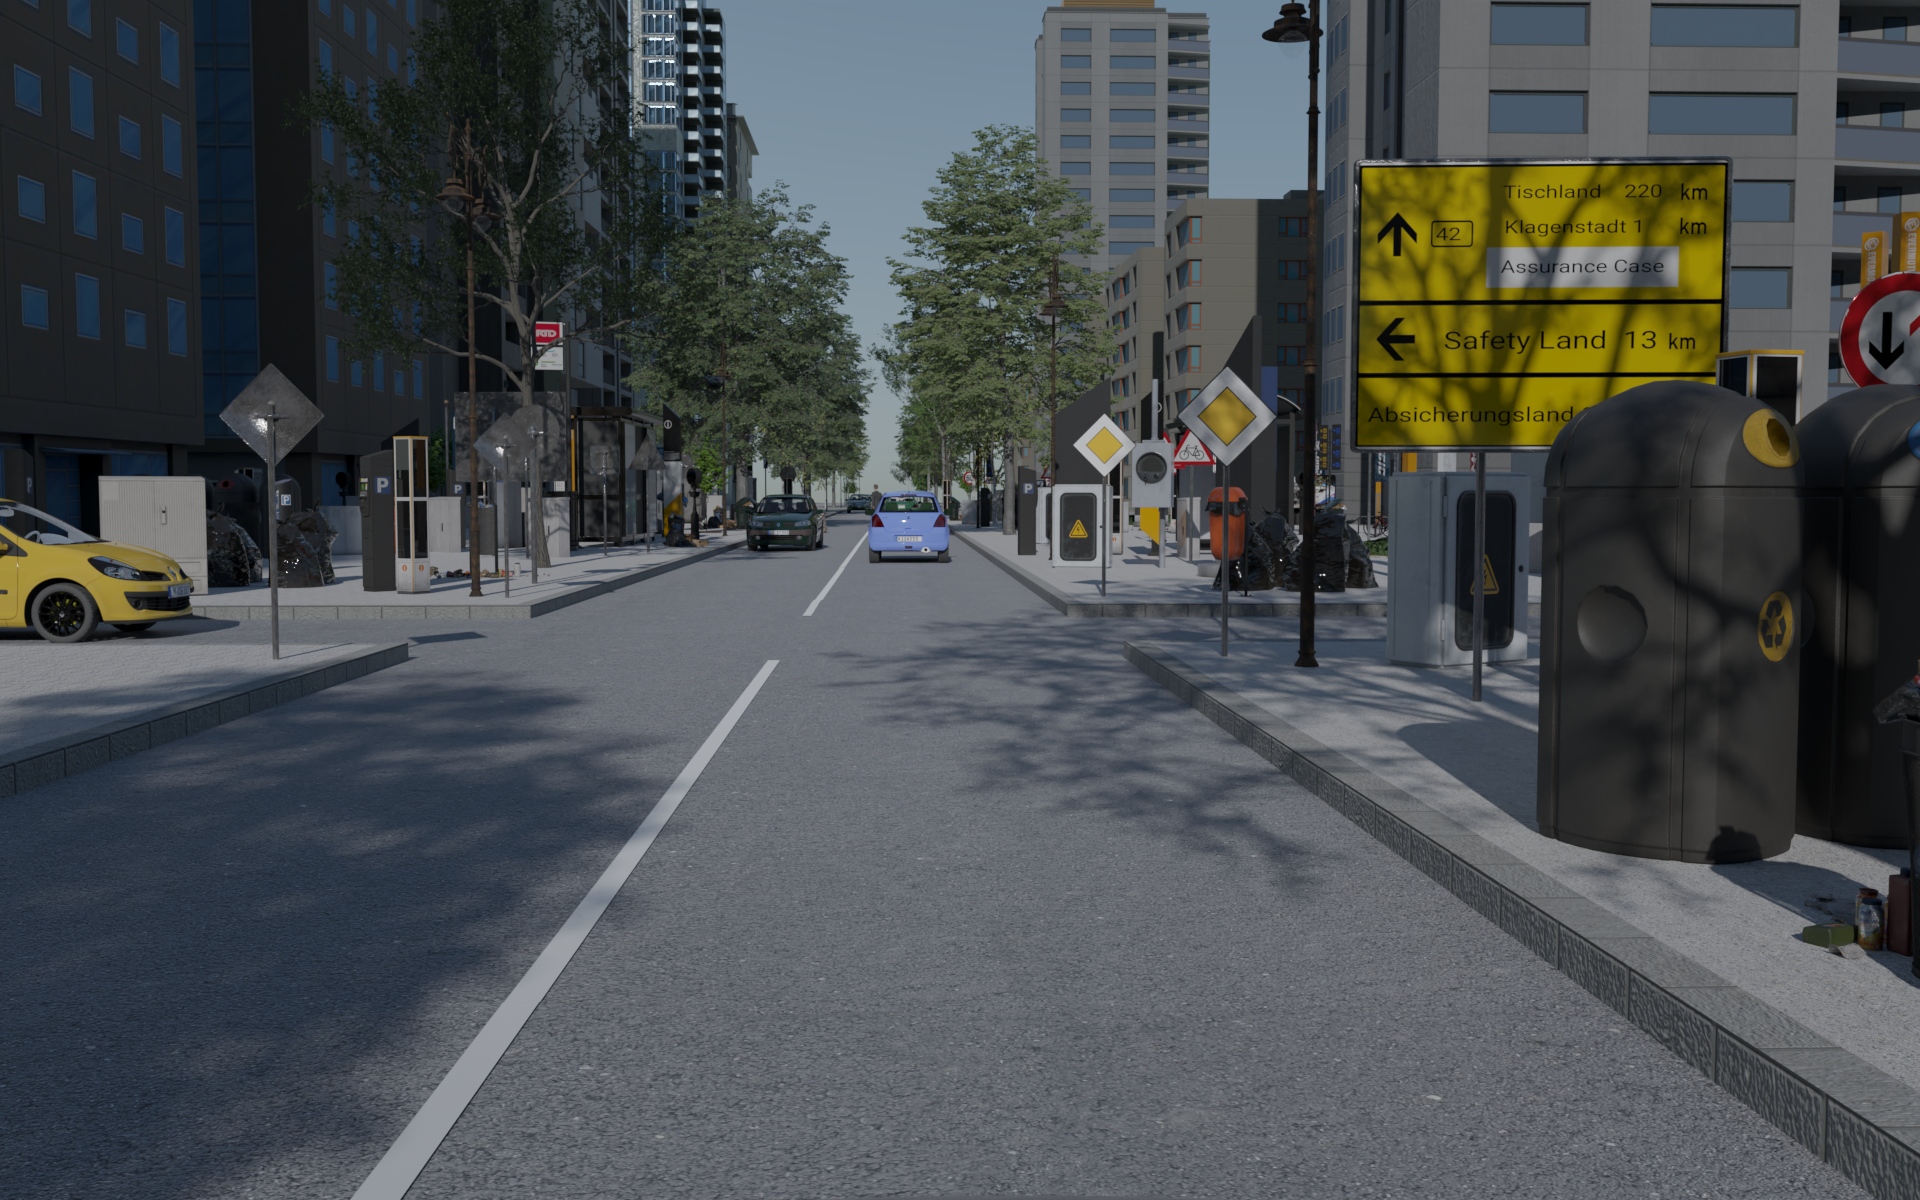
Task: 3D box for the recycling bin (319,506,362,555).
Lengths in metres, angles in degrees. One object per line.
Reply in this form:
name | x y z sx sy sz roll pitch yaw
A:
recycling bin | -13.133 -1.479 36.730 0.722 1.027 0.722 -2 4 -34

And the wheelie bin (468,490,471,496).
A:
wheelie bin | -18.534 -3.584 66.500 0.693 1.594 0.980 -1 4 -21

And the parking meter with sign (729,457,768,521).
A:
parking meter with sign | -9.895 -5.183 81.002 1.738 3.016 0.543 -1 4 -20

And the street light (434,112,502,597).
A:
street light | -6.058 -2.980 21.506 0.468 5.910 1.993 0 4 -2

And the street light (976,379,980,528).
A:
street light | 0.677 -5.621 64.693 0.468 5.910 1.993 0 4 -2

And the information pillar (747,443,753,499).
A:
information pillar | -9.632 -5.341 78.674 0.504 3.616 0.183 0 4 -5

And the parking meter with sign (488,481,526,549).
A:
parking meter with sign | -10.674 -2.730 40.891 0.543 3.016 1.738 1 4 17

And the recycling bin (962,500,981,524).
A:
recycling bin | 0.554 -3.725 73.453 0.722 1.027 0.722 3 5 44

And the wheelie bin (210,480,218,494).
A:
wheelie bin | -17.163 -1.945 39.714 0.693 1.594 0.980 0 4 8

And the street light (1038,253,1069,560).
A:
street light | 1.803 -3.712 33.474 0.468 5.910 1.993 0 4 -2

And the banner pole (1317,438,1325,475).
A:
banner pole | 13.886 -4.754 67.743 0.863 3.779 0.401 2 4 27

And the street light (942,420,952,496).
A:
street light | -0.943 -8.400 110.121 0.468 5.910 1.993 0 4 -2

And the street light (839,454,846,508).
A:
street light | -11.063 -11.505 160.893 0.468 5.910 1.993 0 4 -2

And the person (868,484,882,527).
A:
person | -3.634 -4.017 73.963 0.659 1.850 0.755 -3 4 -38

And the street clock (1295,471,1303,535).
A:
street clock | 10.733 -3.035 54.185 0.471 2.002 0.358 -1 4 -19

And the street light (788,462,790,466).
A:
street light | -8.370 -6.850 84.793 0.468 5.910 1.993 0 4 -2

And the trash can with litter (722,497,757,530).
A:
trash can with litter | -8.030 -3.133 62.618 0.624 1.170 1.055 3 5 44

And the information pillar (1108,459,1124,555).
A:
information pillar | 3.278 -1.956 36.475 0.304 2.012 0.304 1 4 13

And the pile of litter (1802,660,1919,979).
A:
pile of litter | 2.943 0.573 4.602 1.176 0.858 1.719 1 4 11

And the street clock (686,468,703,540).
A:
street clock | -7.408 -2.678 48.361 0.471 2.002 0.358 3 5 44

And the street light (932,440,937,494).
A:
street light | -2.055 -10.309 141.341 0.468 5.910 1.993 0 4 -2

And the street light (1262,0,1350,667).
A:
street light | 2.583 -2.443 12.724 0.468 5.910 1.993 0 4 -2

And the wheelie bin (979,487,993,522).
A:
wheelie bin | 1.216 -4.382 79.550 0.693 1.594 0.980 1 4 14

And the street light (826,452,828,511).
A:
street light | -9.979 -9.587 129.541 0.468 5.910 1.993 0 4 -2

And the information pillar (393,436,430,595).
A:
information pillar | -7.029 -1.084 22.220 0.304 2.012 0.304 2 4 28

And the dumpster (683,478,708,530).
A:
dumpster | -9.756 -3.457 62.282 1.264 1.857 1.865 0 4 -2

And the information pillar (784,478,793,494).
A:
information pillar | -7.767 -4.518 78.358 0.304 2.012 0.304 -2 4 -32

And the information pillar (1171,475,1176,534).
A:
information pillar | 7.030 -3.164 56.223 0.304 2.012 0.304 2 4 26

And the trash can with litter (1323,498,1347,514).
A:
trash can with litter | 10.900 -2.449 51.433 1.055 1.170 0.624 -1 4 -16

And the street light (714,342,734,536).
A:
street light | -7.179 -4.889 52.726 0.468 5.910 1.993 0 4 -2

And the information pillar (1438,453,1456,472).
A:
information pillar | 7.621 -2.188 27.122 0.183 3.616 0.504 3 5 41

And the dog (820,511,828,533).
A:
dog | -5.121 -2.860 63.595 0.513 0.831 0.800 2 4 30

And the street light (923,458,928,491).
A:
street light | -4.055 -13.459 192.839 0.468 5.910 1.993 0 4 -2

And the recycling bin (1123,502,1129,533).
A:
recycling bin | 5.132 -2.761 57.692 0.722 1.027 0.722 -3 5 -43

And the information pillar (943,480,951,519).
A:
information pillar | -0.703 -5.290 90.979 0.304 2.012 0.304 2 4 32

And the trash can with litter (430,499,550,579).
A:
trash can with litter | -7.674 -0.977 27.038 2.233 1.210 1.678 2 4 25

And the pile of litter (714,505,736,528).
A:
pile of litter | -8.904 -3.159 65.612 1.176 0.858 1.719 3 4 38

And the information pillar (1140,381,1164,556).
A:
information pillar | 3.979 -2.718 35.799 0.504 3.616 0.183 0 4 3

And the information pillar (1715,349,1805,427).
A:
information pillar | 4.123 -0.276 8.997 0.304 2.012 0.304 -1 4 -11

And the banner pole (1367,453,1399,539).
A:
banner pole | 10.496 -3.277 43.597 0.863 3.779 0.401 -2 4 -27

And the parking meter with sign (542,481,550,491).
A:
parking meter with sign | -18.476 -4.899 76.361 0.543 3.016 1.738 3 5 40

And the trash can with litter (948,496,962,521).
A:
trash can with litter | -0.063 -4.372 82.869 1.055 1.170 0.624 2 4 32

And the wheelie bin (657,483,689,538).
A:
wheelie bin | -8.489 -2.643 51.117 0.980 1.594 0.693 0 4 -4

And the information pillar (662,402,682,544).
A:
information pillar | -7.362 -3.238 44.298 0.504 3.616 0.183 1 4 16

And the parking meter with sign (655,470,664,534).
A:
parking meter with sign | -9.859 -3.629 55.599 1.738 3.016 0.543 0 4 4

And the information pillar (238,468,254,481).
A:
information pillar | -19.999 -2.695 48.561 0.304 2.012 0.304 3 4 37

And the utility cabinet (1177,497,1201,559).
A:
utility cabinet | 4.593 -1.451 34.884 0.306 1.237 1.020 0 4 -3

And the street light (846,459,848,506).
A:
street light | -11.862 -12.743 181.138 0.468 5.910 1.993 0 4 -2

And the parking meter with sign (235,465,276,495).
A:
parking meter with sign | -21.358 -3.408 51.981 0.543 3.016 1.738 3 5 44

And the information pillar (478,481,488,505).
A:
information pillar | -10.314 -2.000 37.198 0.304 2.012 0.304 0 4 -3

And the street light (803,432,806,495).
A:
street light | -8.818 -7.659 98.014 0.468 5.910 1.993 0 4 -2

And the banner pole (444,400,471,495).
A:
banner pole | -13.424 -3.429 46.077 0.863 3.779 0.401 1 4 12

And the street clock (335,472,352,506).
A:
street clock | -19.967 -3.154 56.130 0.471 2.002 0.358 1 4 23

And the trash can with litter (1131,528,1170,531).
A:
trash can with litter | 6.894 -3.066 61.191 1.678 1.210 2.233 1 4 21

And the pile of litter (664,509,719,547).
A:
pile of litter | -6.723 -1.746 42.511 1.176 0.858 1.719 0 4 2
